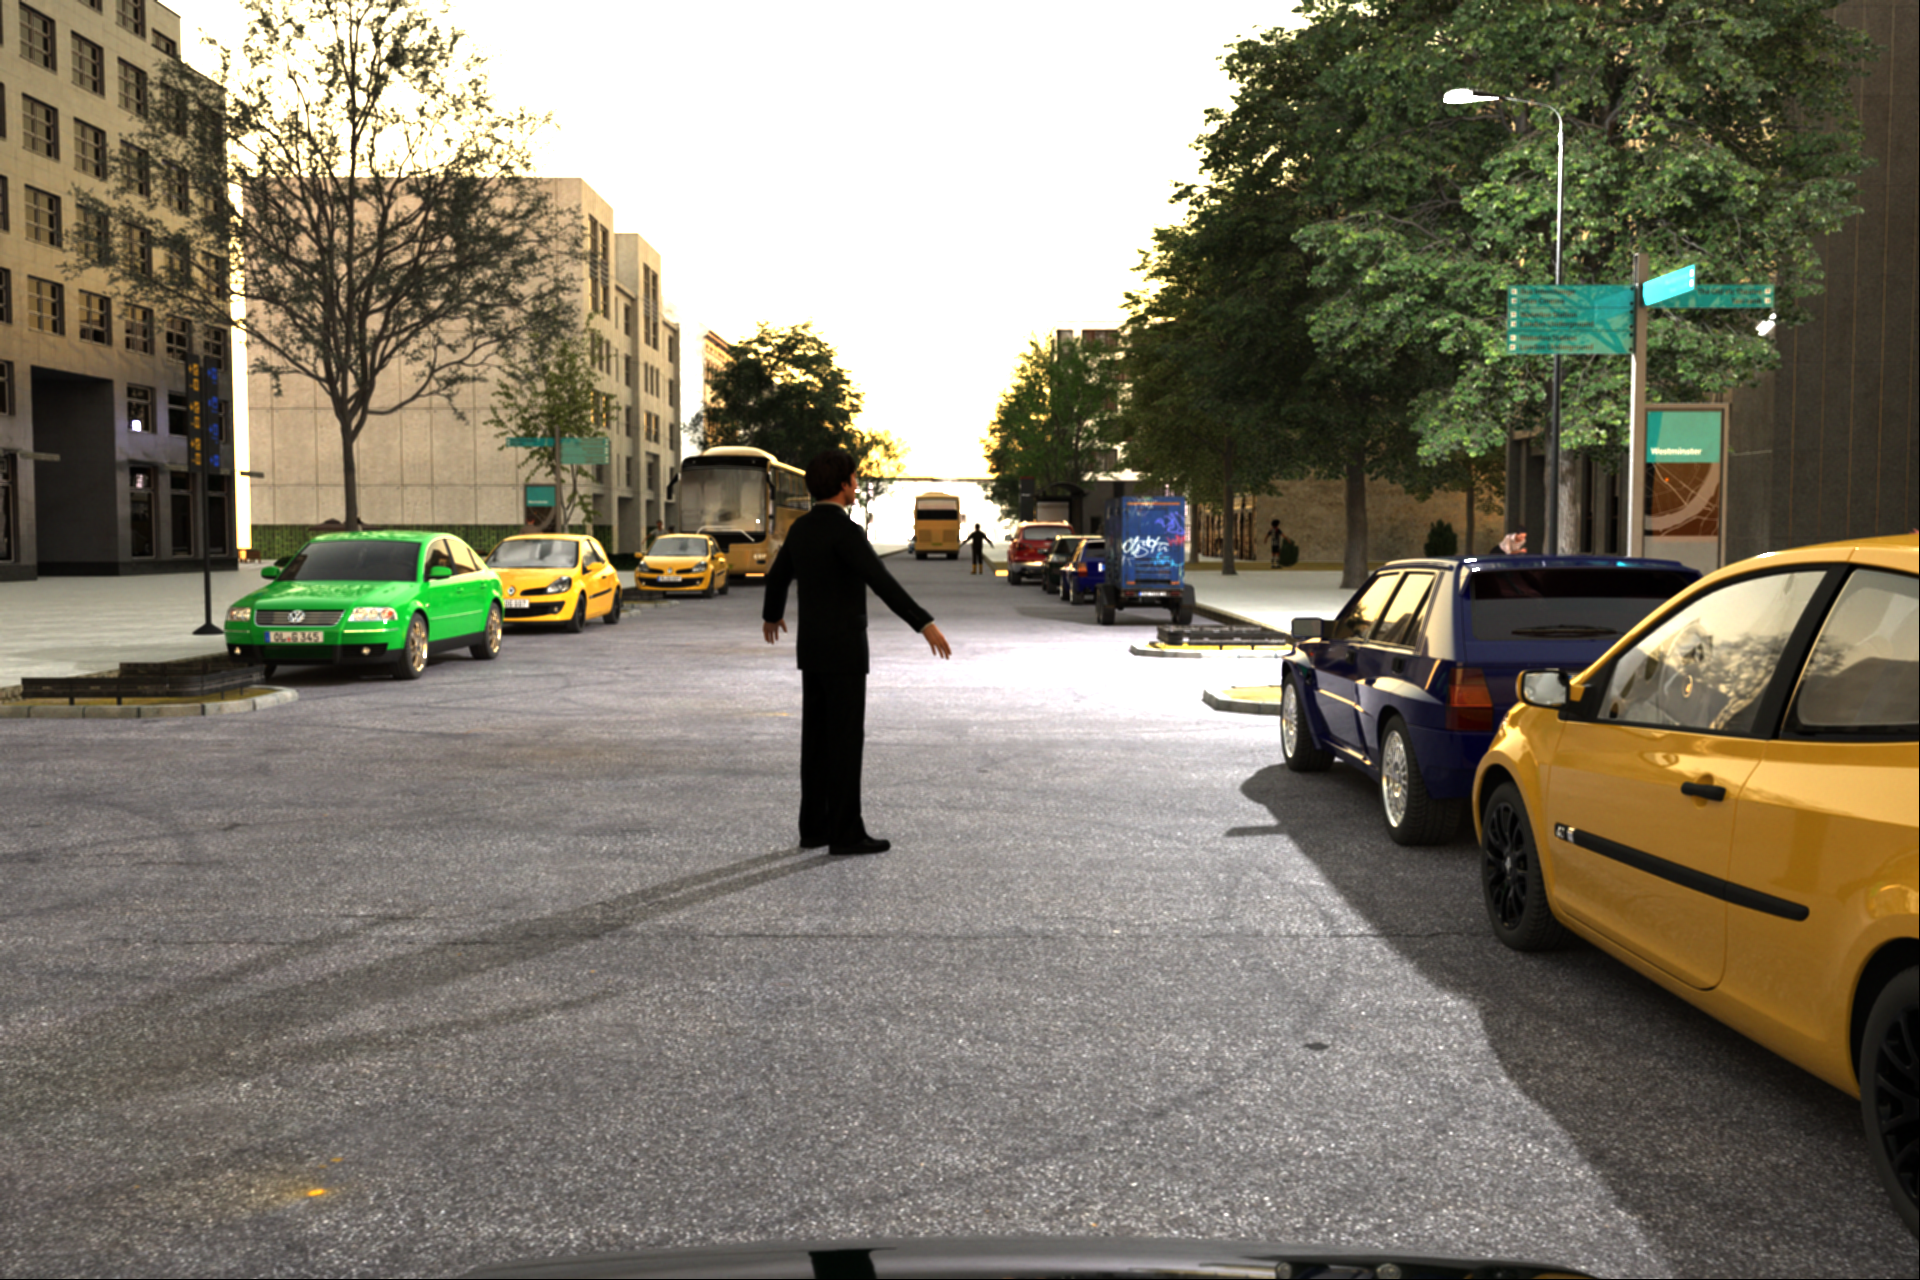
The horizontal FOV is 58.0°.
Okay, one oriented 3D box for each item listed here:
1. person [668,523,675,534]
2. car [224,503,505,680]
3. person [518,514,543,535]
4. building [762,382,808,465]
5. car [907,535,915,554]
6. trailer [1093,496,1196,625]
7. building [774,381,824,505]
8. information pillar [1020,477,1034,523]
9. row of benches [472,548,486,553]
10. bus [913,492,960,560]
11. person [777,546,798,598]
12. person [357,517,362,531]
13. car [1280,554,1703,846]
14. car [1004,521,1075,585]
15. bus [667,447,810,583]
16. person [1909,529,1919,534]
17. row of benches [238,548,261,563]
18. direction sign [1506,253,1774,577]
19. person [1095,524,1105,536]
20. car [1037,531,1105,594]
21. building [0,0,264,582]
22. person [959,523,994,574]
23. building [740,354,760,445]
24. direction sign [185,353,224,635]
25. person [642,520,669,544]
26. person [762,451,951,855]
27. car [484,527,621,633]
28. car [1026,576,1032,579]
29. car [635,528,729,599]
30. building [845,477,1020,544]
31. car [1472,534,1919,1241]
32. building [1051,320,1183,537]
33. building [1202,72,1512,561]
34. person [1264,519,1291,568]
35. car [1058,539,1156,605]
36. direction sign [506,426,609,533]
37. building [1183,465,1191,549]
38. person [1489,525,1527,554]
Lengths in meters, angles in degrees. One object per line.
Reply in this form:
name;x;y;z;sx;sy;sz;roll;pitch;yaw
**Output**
person;-15.048;-5.186;90.557;0.705;1.858;1.354;0;4;2
car;-6.195;-0.589;18.429;1.959;1.807;4.718;0;4;0
person;-10.354;-2.151;41.749;0.617;1.759;0.750;-1;4;-12
building;-27.815;-22.676;201.688;19.493;23.208;18.063;0;4;0
car;-2.931;-7.163;129.111;2.014;1.417;4.499;0;4;0
trailer;2.905;-1.295;28.217;1.471;1.999;3.904;0;4;-1
building;-27.251;-23.786;219.823;19.493;23.208;18.063;0;4;0
information pillar;3.037;-5.455;78.569;0.750;3.857;0.750;0;4;0
row of benches;-21.889;-3.792;77.458;4.104;0.672;1.422;0;4;-1
bus;-1.346;-6.658;100.412;2.896;3.916;12.252;0;4;-1
person;-3.462;-1.876;38.906;1.354;1.856;0.705;0;4;4
person;-18.807;-2.929;53.970;0.704;1.819;1.344;-2;4;-25
car;2.848;0.200;9.307;1.945;1.354;3.894;0;4;0
car;2.429;-2.541;50.220;2.281;1.827;5.304;0;3;0
bus;-6.348;-3.719;52.346;2.896;3.916;12.252;0;4;0
person;13.489;-1.105;23.972;0.599;1.838;0.709;0;4;-2
row of benches;-32.395;-3.830;78.082;1.422;0.672;4.104;-3;4;-37
direction sign;6.484;-1.669;16.053;2.525;3.948;1.411;0;4;1
person;7.636;-5.362;93.803;0.705;1.813;1.348;-3;5;-41
car;2.935;-2.022;42.848;2.009;1.686;4.222;0;4;0
building;-30.331;-14.128;49.406;11.959;24.771;22.079;0;3;0
person;0.612;-3.272;62.097;1.346;1.812;0.704;-1;4;-21
building;-26.839;-19.671;178.033;16.016;20.090;11.380;0;4;0
direction sign;-9.639;-1.842;22.115;0.379;3.537;0.876;0;3;0
person;-9.867;-3.073;57.012;1.217;1.739;0.721;-1;4;-14
person;-0.550;0.048;7.856;0.705;1.806;1.347;-3;5;-40
car;-6.301;-0.978;26.222;2.015;1.641;3.980;0;4;0
car;2.940;-2.849;56.810;2.015;1.641;3.980;0;4;0
car;-6.350;-1.804;39.714;2.015;1.641;3.980;0;4;0
building;-4.552;-18.954;254.507;28.070;9.664;9.099;0;4;-8
car;2.739;0.331;4.817;2.015;1.641;3.980;0;4;-1
building;23.300;-20.667;181.885;27.936;21.610;32.646;0;4;0
building;23.171;-15.846;90.004;19.493;23.208;18.063;0;4;0
person;11.835;-3.587;64.784;0.704;1.843;1.345;-2;4;-35
car;3.060;-1.448;36.255;1.945;1.354;3.894;0;4;-1
direction sign;-9.907;-3.336;43.312;2.525;3.948;1.411;0;4;0
building;23.915;-11.992;138.217;9.099;9.664;28.070;0;4;0
person;9.197;-1.207;28.974;0.799;1.438;0.628;3;5;39
